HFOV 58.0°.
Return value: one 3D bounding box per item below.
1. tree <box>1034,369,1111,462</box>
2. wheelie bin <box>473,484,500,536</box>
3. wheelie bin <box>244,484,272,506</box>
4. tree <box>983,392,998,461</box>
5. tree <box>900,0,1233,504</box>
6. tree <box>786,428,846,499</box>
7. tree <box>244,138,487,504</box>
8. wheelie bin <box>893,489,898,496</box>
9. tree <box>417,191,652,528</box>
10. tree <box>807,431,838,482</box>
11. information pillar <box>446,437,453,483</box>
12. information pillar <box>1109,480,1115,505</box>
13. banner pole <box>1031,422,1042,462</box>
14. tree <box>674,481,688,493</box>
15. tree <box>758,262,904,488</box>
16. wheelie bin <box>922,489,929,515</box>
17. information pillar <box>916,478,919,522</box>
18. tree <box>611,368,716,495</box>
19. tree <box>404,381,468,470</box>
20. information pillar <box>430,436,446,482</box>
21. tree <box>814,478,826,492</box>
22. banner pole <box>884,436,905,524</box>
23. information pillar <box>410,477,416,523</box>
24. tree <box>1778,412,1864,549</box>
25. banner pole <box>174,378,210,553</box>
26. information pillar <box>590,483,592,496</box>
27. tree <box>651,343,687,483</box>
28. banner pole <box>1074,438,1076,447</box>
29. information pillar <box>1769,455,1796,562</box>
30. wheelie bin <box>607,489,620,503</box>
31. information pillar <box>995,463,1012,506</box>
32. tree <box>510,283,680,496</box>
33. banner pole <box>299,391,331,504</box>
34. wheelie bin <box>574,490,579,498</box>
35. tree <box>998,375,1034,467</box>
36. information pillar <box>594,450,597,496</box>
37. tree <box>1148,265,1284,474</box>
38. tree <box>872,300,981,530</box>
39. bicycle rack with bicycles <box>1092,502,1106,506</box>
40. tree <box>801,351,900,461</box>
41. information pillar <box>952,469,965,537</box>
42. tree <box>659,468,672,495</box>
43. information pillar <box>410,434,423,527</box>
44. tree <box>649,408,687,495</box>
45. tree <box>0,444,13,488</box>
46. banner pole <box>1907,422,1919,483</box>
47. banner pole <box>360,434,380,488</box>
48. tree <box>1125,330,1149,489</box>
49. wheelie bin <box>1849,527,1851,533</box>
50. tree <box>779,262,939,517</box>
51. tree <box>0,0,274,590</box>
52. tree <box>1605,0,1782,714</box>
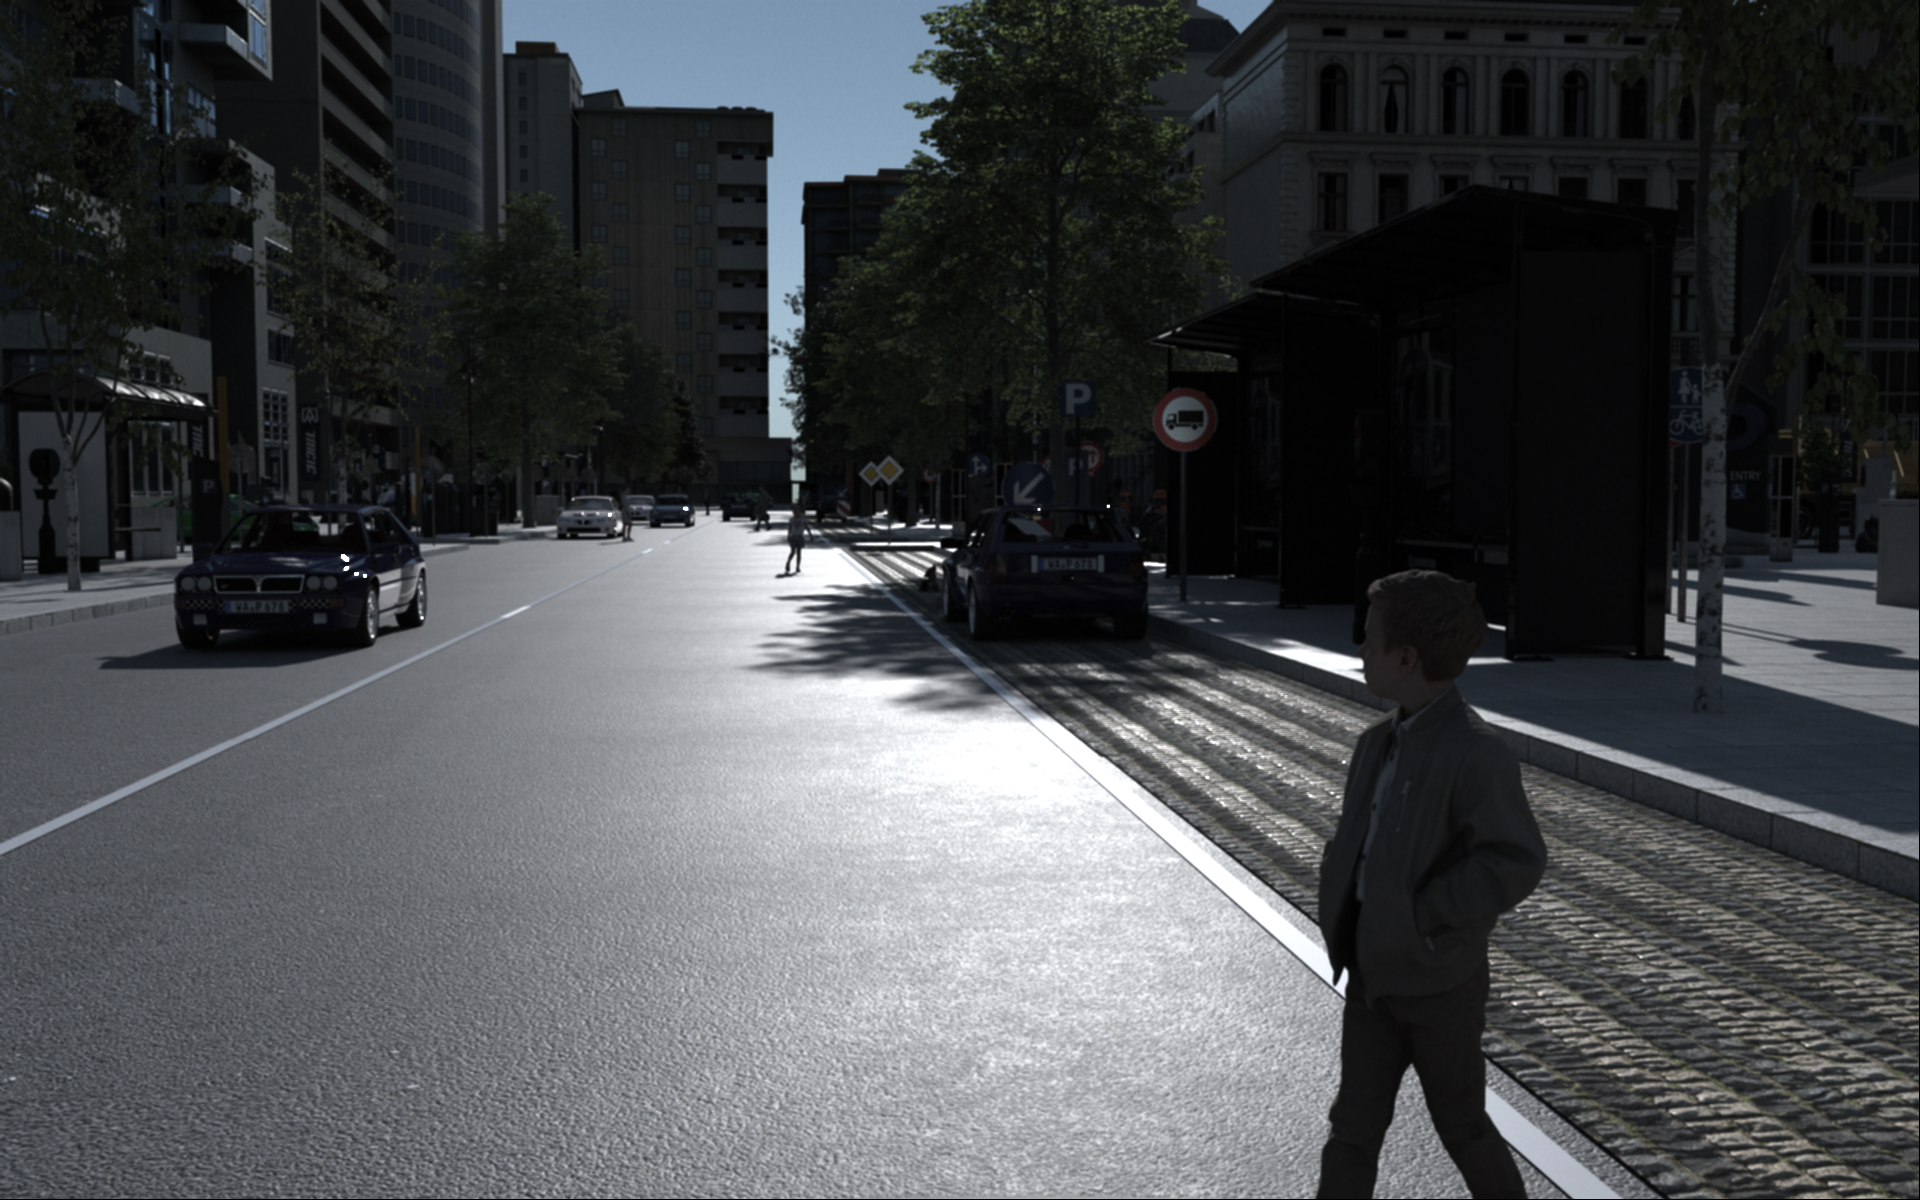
[{"bbox_3d":[6.600,-8.875,95.461,4.360,8.622,3.978,0,3,0],"label":"tree"},{"bbox_3d":[-14.682,-2.803,53.744,0.693,1.594,0.980,2,4,34],"label":"wheelie bin"},{"bbox_3d":[-21.664,-2.787,53.480,0.980,1.594,0.693,1,4,16],"label":"wheelie bin"},{"bbox_3d":[3.366,-10.306,118.862,4.360,8.622,3.978,0,3,0],"label":"tree"},{"bbox_3d":[1.731,-7.168,35.329,7.486,12.596,7.792,0,3,0],"label":"tree"},{"bbox_3d":[-15.900,-15.879,194.027,8.767,10.594,7.601,1,4,22],"label":"tree"},{"bbox_3d":[-13.032,-5.302,37.057,4.360,8.622,3.978,0,3,0],"label":"tree"},{"bbox_3d":[-4.369,-6.602,115.846,0.693,1.594,0.980,0,4,6],"label":"wheelie bin"},{"bbox_3d":[-16.246,-8.972,64.821,7.486,12.596,7.792,0,3,0],"label":"tree"},{"bbox_3d":[-13.475,-13.823,176.373,4.360,8.622,3.978,0,3,0],"label":"tree"},{"bbox_3d":[-21.111,-4.893,71.363,0.183,3.616,0.504,3,5,40],"label":"information pillar"},{"bbox_3d":[7.892,-5.243,90.217,0.304,2.012,0.304,3,4,36],"label":"information pillar"},{"bbox_3d":[2.680,-4.287,60.101,0.401,3.779,0.863,2,4,31],"label":"banner pole"},{"bbox_3d":[-31.366,-12.233,194.618,1.663,3.219,1.824,0,3,0],"label":"tree"},{"bbox_3d":[-9.957,-17.500,142.008,12.611,20.169,13.585,0,3,0],"label":"tree"},{"bbox_3d":[-1.981,-6.114,107.876,0.693,1.594,0.980,-2,4,-27],"label":"wheelie bin"},{"bbox_3d":[-2.081,-4.596,79.631,0.304,2.012,0.304,3,5,43],"label":"information pillar"},{"bbox_3d":[-26.715,-14.612,155.921,9.611,12.733,9.660,0,3,0],"label":"tree"},{"bbox_3d":[-34.365,-10.016,114.120,4.737,8.622,4.395,0,3,0],"label":"tree"},{"bbox_3d":[-21.287,-4.834,70.397,0.504,3.616,0.183,0,4,4],"label":"information pillar"},{"bbox_3d":[-16.158,-12.675,201.837,1.663,3.219,1.824,0,3,0],"label":"tree"},{"bbox_3d":[-2.852,-5.188,74.843,0.863,3.779,0.401,-1,4,-9],"label":"banner pole"},{"bbox_3d":[-23.646,-4.323,75.177,0.304,2.012,0.304,3,5,41],"label":"information pillar"},{"bbox_3d":[20.282,-2.852,41.230,1.663,3.219,1.824,0,3,0],"label":"tree"},{"bbox_3d":[-16.698,-2.911,37.609,0.863,3.779,0.401,-3,5,-39],"label":"banner pole"},{"bbox_3d":[-20.186,-5.481,94.107,0.304,2.012,0.304,1,4,12],"label":"information pillar"},{"bbox_3d":[-22.424,-12.053,115.198,7.486,12.596,7.792,0,3,0],"label":"tree"},{"bbox_3d":[5.311,-5.334,77.221,0.863,3.779,0.401,-3,4,-37],"label":"banner pole"},{"bbox_3d":[15.604,-1.735,32.864,0.304,2.012,0.304,0,4,-2],"label":"information pillar"},{"bbox_3d":[-22.292,-6.345,111.648,0.693,1.594,0.980,1,4,13],"label":"wheelie bin"},{"bbox_3d":[1.040,-2.245,41.197,0.304,2.012,0.304,2,4,33],"label":"information pillar"},{"bbox_3d":[-21.094,-11.696,101.598,12.009,13.543,11.850,0,3,0],"label":"tree"},{"bbox_3d":[-15.550,-3.177,41.960,0.863,3.779,0.401,-1,4,-21],"label":"banner pole"},{"bbox_3d":[-26.300,-6.877,120.340,0.980,1.594,0.693,-2,4,-29],"label":"wheelie bin"},{"bbox_3d":[4.693,-9.350,103.233,4.360,8.622,3.978,0,3,0],"label":"tree"},{"bbox_3d":[-19.451,-6.181,92.417,0.183,3.616,0.504,0,4,-6],"label":"information pillar"},{"bbox_3d":[8.927,-6.473,56.204,4.360,8.622,3.978,0,3,0],"label":"tree"},{"bbox_3d":[-0.901,-6.842,62.221,4.737,8.622,4.395,0,3,0],"label":"tree"},{"bbox_3d":[5.870,-4.121,80.763,2.925,0.926,2.852,1,4,9],"label":"bicycle rack with bicycles"},{"bbox_3d":[-6.572,-11.594,115.311,9.928,11.665,9.643,0,3,0],"label":"tree"},{"bbox_3d":[-0.031,-2.892,51.780,0.304,2.012,0.304,2,4,33],"label":"information pillar"},{"bbox_3d":[-28.085,-13.221,166.528,4.360,8.622,3.978,0,3,0],"label":"tree"},{"bbox_3d":[-21.183,-4.663,67.589,0.504,3.616,0.183,1,4,15],"label":"information pillar"},{"bbox_3d":[-25.127,-12.014,146.791,4.737,8.622,4.395,0,3,0],"label":"tree"},{"bbox_3d":[-31.683,-3.808,56.856,1.663,3.219,1.824,0,3,0],"label":"tree"},{"bbox_3d":[32.785,-4.276,59.935,0.863,3.779,0.401,2,4,25],"label":"banner pole"},{"bbox_3d":[-24.639,-5.067,72.865,0.401,3.779,0.863,1,4,21],"label":"banner pole"},{"bbox_3d":[8.633,-7.536,73.568,4.360,8.622,3.978,0,3,0],"label":"tree"},{"bbox_3d":[29.538,-2.995,56.872,0.980,1.594,0.693,-3,5,-44],"label":"wheelie bin"},{"bbox_3d":[-5.143,-11.547,95.445,9.857,13.997,8.962,0,3,0],"label":"tree"},{"bbox_3d":[-11.628,-4.431,22.816,4.737,8.622,4.395,0,3,0],"label":"tree"},{"bbox_3d":[4.581,-3.634,9.773,4.737,8.622,4.395,0,3,0],"label":"tree"}]
